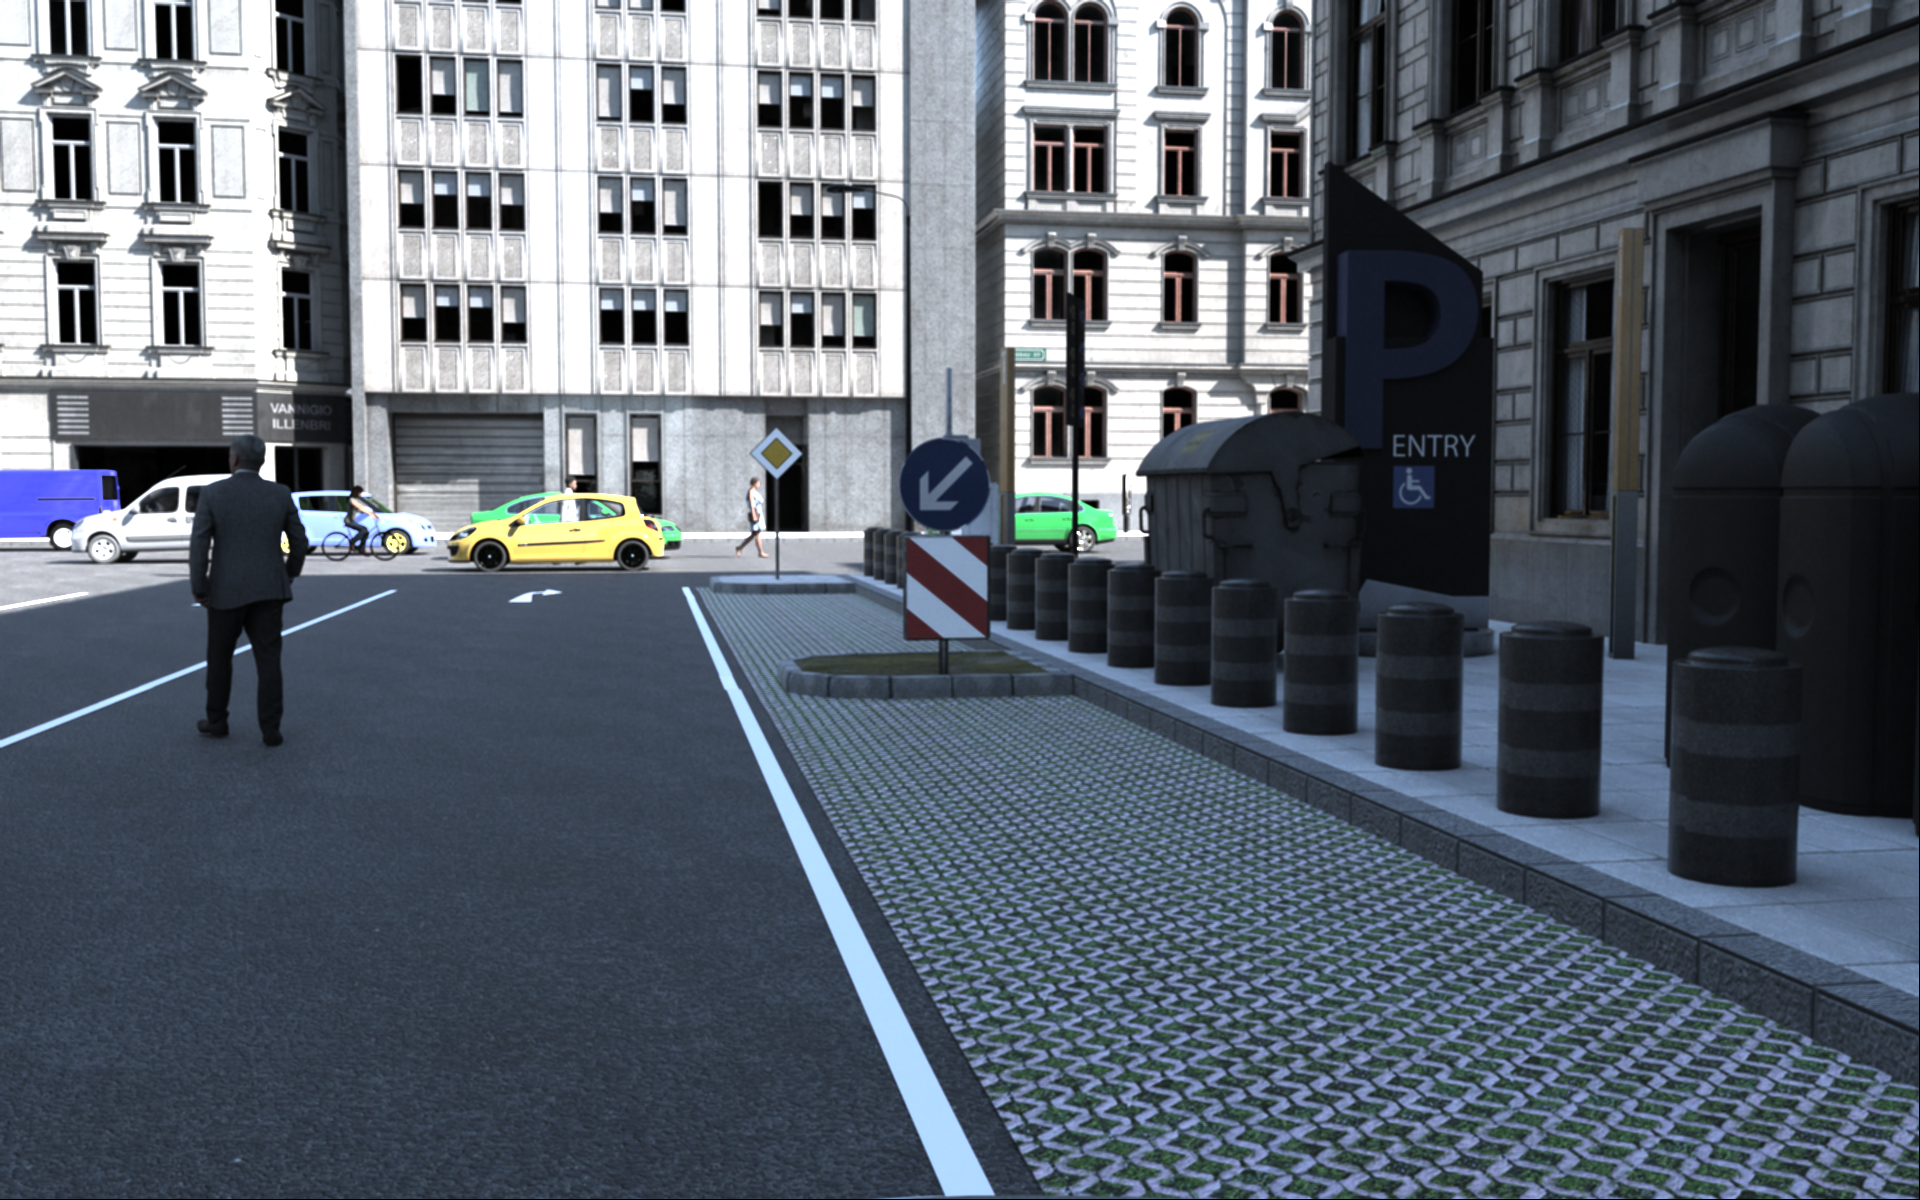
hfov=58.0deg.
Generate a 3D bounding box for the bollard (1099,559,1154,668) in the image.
[{"bbox_3d":[1.302,0.109,12.933,0.404,0.777,0.398,0,3,0],"label":"bollard"}]

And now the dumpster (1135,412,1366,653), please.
[{"bbox_3d":[2.172,-0.446,13.046,1.264,1.857,1.865,-1,4,-10],"label":"dumpster"}]

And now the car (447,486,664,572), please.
[{"bbox_3d":[-7.604,-1.374,32.683,3.980,1.641,2.015,-1,4,-11],"label":"car"}]

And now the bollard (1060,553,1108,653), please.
[{"bbox_3d":[1.083,0.036,14.126,0.404,0.777,0.398,0,3,0],"label":"bollard"}]

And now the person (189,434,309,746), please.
[{"bbox_3d":[-4.179,-0.073,10.097,0.661,1.777,0.834,-3,5,-41],"label":"person"}]

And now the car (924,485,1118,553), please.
[{"bbox_3d":[1.471,-2.056,42.416,4.718,1.807,1.959,-1,4,-11],"label":"car"}]

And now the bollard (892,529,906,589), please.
[{"bbox_3d":[-0.660,-0.544,23.613,0.404,0.777,0.398,0,3,0],"label":"bollard"}]

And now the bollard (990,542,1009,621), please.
[{"bbox_3d":[0.429,-0.182,17.691,0.404,0.777,0.398,0,3,0],"label":"bollard"}]

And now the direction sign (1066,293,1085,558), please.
[{"bbox_3d":[1.332,-1.712,19.987,0.379,3.537,0.876,1,4,16],"label":"direction sign"}]

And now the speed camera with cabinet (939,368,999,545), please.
[{"bbox_3d":[0.133,-1.975,26.634,0.660,3.252,2.038,-1,4,-10],"label":"speed camera with cabinet"}]

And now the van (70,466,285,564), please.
[{"bbox_3d":[-16.447,-1.801,36.461,4.112,2.044,2.013,-1,4,-12],"label":"van"}]

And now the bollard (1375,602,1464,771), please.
[{"bbox_3d":[2.172,0.399,8.195,0.404,0.777,0.398,0,3,0],"label":"bollard"}]

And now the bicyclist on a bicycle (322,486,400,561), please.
[{"bbox_3d":[-12.865,-1.661,37.175,1.625,1.676,1.499,-1,4,-11],"label":"bicyclist on a bicycle"}]

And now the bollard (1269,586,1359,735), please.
[{"bbox_3d":[1.953,0.327,9.376,0.404,0.777,0.398,0,3,0],"label":"bollard"}]

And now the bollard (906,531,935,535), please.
[{"bbox_3d":[-0.441,-0.472,22.432,0.404,0.777,0.398,0,3,0],"label":"bollard"}]

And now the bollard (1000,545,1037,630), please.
[{"bbox_3d":[0.645,-0.109,16.500,0.404,0.777,0.398,0,3,0],"label":"bollard"}]

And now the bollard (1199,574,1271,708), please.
[{"bbox_3d":[1.733,0.254,10.563,0.404,0.777,0.398,0,3,0],"label":"bollard"}]

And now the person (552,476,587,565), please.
[{"bbox_3d":[-7.938,-1.605,35.024,0.850,1.792,0.678,-1,4,-17],"label":"person"}]

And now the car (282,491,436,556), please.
[{"bbox_3d":[-14.374,-1.925,41.071,3.694,1.707,1.945,-1,4,-9],"label":"car"}]

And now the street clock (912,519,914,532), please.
[{"bbox_3d":[-1.551,-3.090,55.097,0.358,2.002,0.471,0,4,-1],"label":"street clock"}]

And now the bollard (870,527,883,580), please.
[{"bbox_3d":[-1.095,-0.690,25.998,0.404,0.777,0.398,0,3,0],"label":"bollard"}]

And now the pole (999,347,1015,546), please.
[{"bbox_3d":[0.661,-1.856,24.183,0.158,3.312,0.155,0,3,0],"label":"pole"}]

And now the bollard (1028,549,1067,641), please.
[{"bbox_3d":[0.866,-0.037,15.319,0.404,0.777,0.398,0,3,0],"label":"bollard"}]

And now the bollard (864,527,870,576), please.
[{"bbox_3d":[-1.310,-0.762,27.181,0.404,0.777,0.398,0,3,0],"label":"bollard"}]

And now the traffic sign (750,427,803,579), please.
[{"bbox_3d":[-2.748,-1.367,25.986,0.795,2.450,0.064,-1,4,-10],"label":"traffic sign"}]

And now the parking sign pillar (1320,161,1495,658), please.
[{"bbox_3d":[3.629,-1.567,14.092,1.447,3.967,1.447,0,4,-4],"label":"parking sign pillar"}]

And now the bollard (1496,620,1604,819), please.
[{"bbox_3d":[2.387,0.471,7.009,0.404,0.777,0.398,0,3,0],"label":"bollard"}]

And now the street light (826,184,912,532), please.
[{"bbox_3d":[-1.313,-3.282,26.199,1.470,5.913,1.316,-1,4,-10],"label":"street light"}]

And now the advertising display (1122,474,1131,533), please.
[{"bbox_3d":[5.488,-3.170,57.036,0.123,1.923,0.974,1,4,15],"label":"advertising display"}]

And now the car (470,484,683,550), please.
[{"bbox_3d":[-8.550,-1.818,38.516,4.718,1.807,1.959,-1,4,-9],"label":"car"}]

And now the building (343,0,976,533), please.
[{"bbox_3d":[-10.342,-14.885,61.392,19.932,24.808,12.078,-1,4,-10],"label":"building"}]

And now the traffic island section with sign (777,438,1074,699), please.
[{"bbox_3d":[-0.346,-0.267,12.993,1.989,1.847,2.006,-1,4,-10],"label":"traffic island section with sign"}]

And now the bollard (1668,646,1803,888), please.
[{"bbox_3d":[2.602,0.544,5.817,0.404,0.777,0.398,0,3,0],"label":"bollard"}]

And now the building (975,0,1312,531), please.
[{"bbox_3d":[11.256,-17.046,66.085,23.554,28.519,14.401,-1,4,-10],"label":"building"}]

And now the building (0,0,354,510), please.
[{"bbox_3d":[-42.259,-17.205,57.711,44.131,29.872,17.030,-1,4,-10],"label":"building"}]

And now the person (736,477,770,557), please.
[{"bbox_3d":[-4.681,-1.863,39.056,0.778,1.811,0.616,0,4,3],"label":"person"}]

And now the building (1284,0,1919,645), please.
[{"bbox_3d":[10.697,-9.160,14.396,10.561,19.102,19.286,-1,4,-10],"label":"building"}]

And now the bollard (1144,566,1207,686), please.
[{"bbox_3d":[1.520,0.182,11.746,0.404,0.777,0.398,0,3,0],"label":"bollard"}]

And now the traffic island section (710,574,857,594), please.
[{"bbox_3d":[-2.726,-0.232,26.067,2.009,0.180,2.903,-1,4,-10],"label":"traffic island section"}]

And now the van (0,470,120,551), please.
[{"bbox_3d":[-24.216,-2.416,43.879,5.245,2.365,2.240,-1,4,-12],"label":"van"}]

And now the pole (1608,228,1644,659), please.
[{"bbox_3d":[5.167,-1.198,13.431,0.158,3.312,0.155,0,3,0],"label":"pole"}]

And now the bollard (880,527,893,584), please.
[{"bbox_3d":[-0.880,-0.616,24.795,0.404,0.777,0.398,0,3,0],"label":"bollard"}]

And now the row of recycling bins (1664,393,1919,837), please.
[{"bbox_3d":[3.977,0.026,6.692,1.069,1.692,3.534,-1,4,-11],"label":"row of recycling bins"}]
